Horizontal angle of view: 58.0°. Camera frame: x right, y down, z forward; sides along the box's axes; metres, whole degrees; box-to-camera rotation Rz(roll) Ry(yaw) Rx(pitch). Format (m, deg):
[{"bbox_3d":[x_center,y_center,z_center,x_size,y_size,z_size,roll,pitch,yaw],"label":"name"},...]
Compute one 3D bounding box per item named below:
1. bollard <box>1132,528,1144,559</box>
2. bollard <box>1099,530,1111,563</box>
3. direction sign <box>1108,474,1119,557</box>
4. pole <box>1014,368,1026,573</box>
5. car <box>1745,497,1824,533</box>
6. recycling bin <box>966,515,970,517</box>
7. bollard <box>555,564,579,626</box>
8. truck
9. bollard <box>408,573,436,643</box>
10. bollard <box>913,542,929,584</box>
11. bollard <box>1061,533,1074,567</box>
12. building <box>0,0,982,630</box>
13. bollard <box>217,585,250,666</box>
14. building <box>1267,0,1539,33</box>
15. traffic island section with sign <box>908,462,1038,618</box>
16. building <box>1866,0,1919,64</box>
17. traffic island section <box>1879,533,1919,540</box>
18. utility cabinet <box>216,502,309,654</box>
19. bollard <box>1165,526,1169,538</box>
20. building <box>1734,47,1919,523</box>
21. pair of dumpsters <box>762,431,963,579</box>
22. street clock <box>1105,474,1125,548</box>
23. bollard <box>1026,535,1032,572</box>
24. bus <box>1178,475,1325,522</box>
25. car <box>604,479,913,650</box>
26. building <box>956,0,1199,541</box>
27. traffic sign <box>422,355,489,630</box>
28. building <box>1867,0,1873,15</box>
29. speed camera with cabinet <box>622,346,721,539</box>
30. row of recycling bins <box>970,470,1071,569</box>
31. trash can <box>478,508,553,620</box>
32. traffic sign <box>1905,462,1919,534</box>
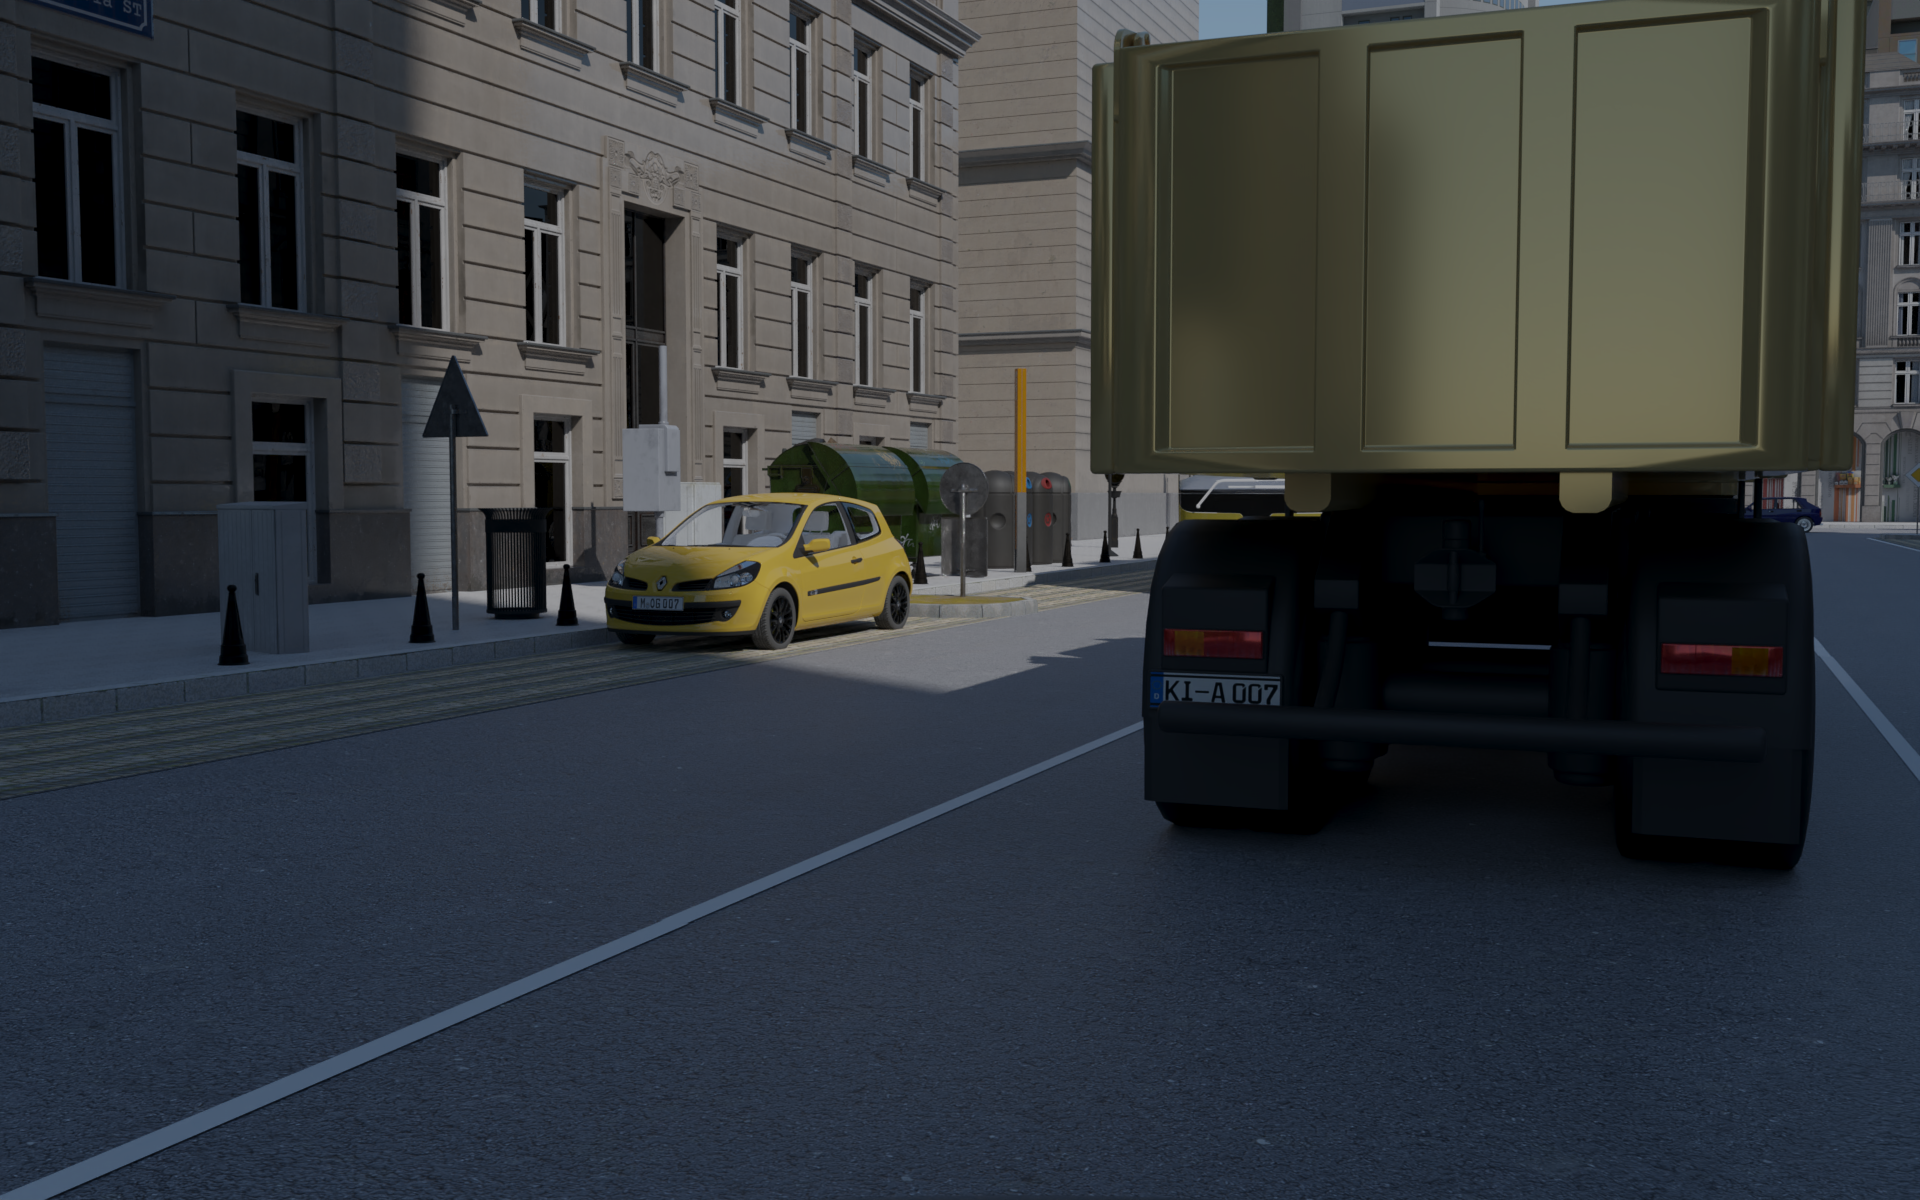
[{"bbox_3d":[3.533,-1.123,34.401,0.229,0.601,0.229,0,3,0],"label":"bollard"},{"bbox_3d":[2.719,-1.004,32.453,0.229,0.601,0.229,0,3,0],"label":"bollard"},{"bbox_3d":[3.080,-2.665,35.577,0.876,3.537,0.379,2,4,29],"label":"direction sign"},{"bbox_3d":[0.982,-2.103,28.223,0.158,3.312,0.155,0,3,0],"label":"pole"},{"bbox_3d":[30.349,-3.222,65.252,3.894,1.354,1.945,2,4,24],"label":"car"},{"bbox_3d":[0.391,-1.991,45.104,0.722,1.027,0.722,1,4,9],"label":"recycling bin"},{"bbox_3d":[-3.836,-0.053,16.904,0.229,0.601,0.229,0,3,0],"label":"bollard"},{"bbox_3d":[3.416,-0.885,10.401,3.469,3.379,9.791,1,4,22],"label":"truck"},{"bbox_3d":[-4.653,0.066,14.967,0.229,0.601,0.229,0,3,0],"label":"bollard"},{"bbox_3d":[-0.562,-0.528,24.680,0.229,0.601,0.229,0,3,0],"label":"bollard"},{"bbox_3d":[1.896,-0.885,30.508,0.229,0.601,0.229,0,3,0],"label":"bollard"},{"bbox_3d":[-9.857,-14.124,28.199,12.463,27.353,25.104,1,4,23],"label":"building"},{"bbox_3d":[-5.471,0.184,13.029,0.229,0.601,0.229,0,3,0],"label":"bollard"},{"bbox_3d":[41.682,-37.934,162.216,21.231,58.520,28.212,1,4,23],"label":"building"},{"bbox_3d":[-0.147,-0.750,20.887,1.989,1.847,2.006,1,4,23],"label":"traffic island section with sign"},{"bbox_3d":[84.764,-30.425,147.560,14.600,45.320,14.200,1,4,23],"label":"building"},{"bbox_3d":[30.514,-2.013,55.186,2.009,0.180,2.903,1,4,23],"label":"traffic island section"},{"bbox_3d":[-5.738,-0.188,14.238,1.020,1.237,0.306,3,5,42],"label":"utility cabinet"},{"bbox_3d":[4.352,-1.241,36.338,0.229,0.601,0.229,0,3,0],"label":"bollard"},{"bbox_3d":[39.740,-14.831,84.280,24.055,21.916,13.314,1,4,23],"label":"building"},{"bbox_3d":[-1.262,-1.399,25.360,1.574,2.255,4.437,1,4,23],"label":"pair of dumpsters"},{"bbox_3d":[3.691,-2.252,41.389,0.471,2.002,0.358,0,4,1],"label":"street clock"},{"bbox_3d":[1.080,-0.766,28.569,0.229,0.601,0.229,0,3,0],"label":"bollard"},{"bbox_3d":[6.300,-2.295,29.075,2.896,3.916,12.252,1,4,22],"label":"bus"},{"bbox_3d":[-1.937,-0.429,17.242,2.015,1.641,3.980,1,4,23],"label":"car"},{"bbox_3d":[-4.478,-16.499,57.150,23.554,28.519,14.401,1,4,23],"label":"building"},{"bbox_3d":[-4.758,-0.995,16.268,0.884,2.594,0.081,2,4,32],"label":"traffic sign"},{"bbox_3d":[104.569,-35.939,176.845,28.713,52.752,27.495,1,4,23],"label":"building"},{"bbox_3d":[-3.958,-1.809,23.912,0.660,3.252,2.038,1,4,16],"label":"speed camera with cabinet"},{"bbox_3d":[1.087,-1.473,31.192,1.069,1.692,3.534,2,4,23],"label":"row of recycling bins"},{"bbox_3d":[-4.579,-0.380,17.870,0.748,1.137,0.748,0,3,0],"label":"trash can"},{"bbox_3d":[30.489,-3.148,55.119,0.795,2.450,0.064,1,4,23],"label":"traffic sign"}]
